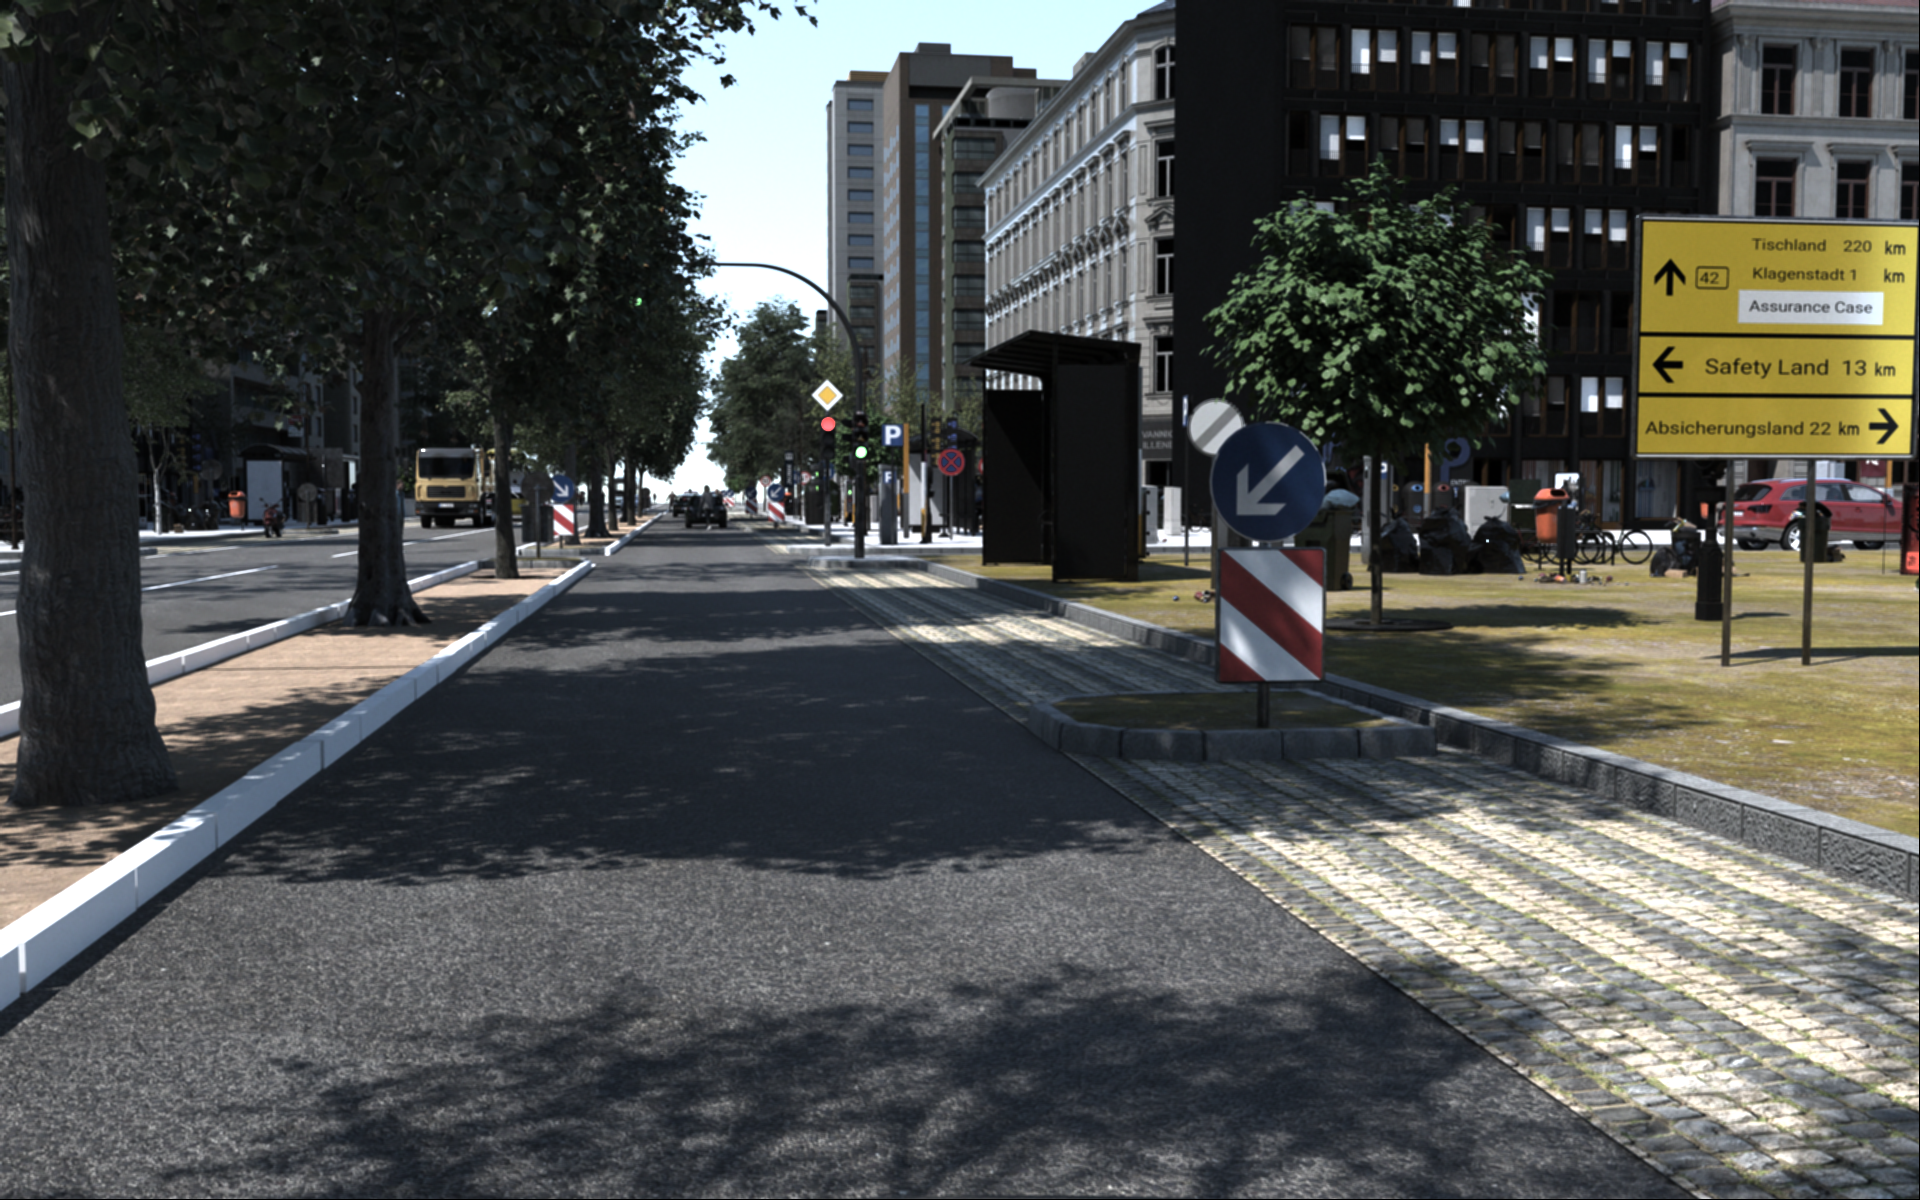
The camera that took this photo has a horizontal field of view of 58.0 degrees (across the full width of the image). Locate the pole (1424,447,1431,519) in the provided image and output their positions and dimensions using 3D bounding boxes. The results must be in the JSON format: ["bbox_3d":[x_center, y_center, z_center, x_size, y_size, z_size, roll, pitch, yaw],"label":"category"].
[{"bbox_3d":[14.542,-3.670,53.840,0.158,3.312,0.155,0,3,0],"label":"pole"}]

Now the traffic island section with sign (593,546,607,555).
[{"bbox_3d":[-9.453,-2.025,41.245,2.006,1.907,1.989,-1,4,-9],"label":"traffic island section with sign"}]

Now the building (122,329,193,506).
[{"bbox_3d":[-52.052,-16.374,97.391,12.332,23.373,15.834,-1,4,-9],"label":"building"}]

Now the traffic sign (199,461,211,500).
[{"bbox_3d":[-28.037,-3.950,64.685,0.768,2.556,0.104,0,4,0],"label":"traffic sign"}]

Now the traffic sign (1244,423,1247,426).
[{"bbox_3d":[4.755,-1.836,30.125,0.768,2.556,0.104,0,4,-7],"label":"traffic sign"}]

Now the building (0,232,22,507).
[{"bbox_3d":[-49.707,-17.929,79.036,13.634,28.700,20.117,-1,4,-9],"label":"building"}]

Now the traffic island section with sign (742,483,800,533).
[{"bbox_3d":[-7.046,-3.446,64.969,1.989,1.847,2.006,-1,4,-9],"label":"traffic island section with sign"}]

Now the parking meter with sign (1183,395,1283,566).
[{"bbox_3d":[4.858,-2.111,30.780,1.738,3.016,0.543,0,4,-2],"label":"parking meter with sign"}]

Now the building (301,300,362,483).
[{"bbox_3d":[-66.681,-18.362,145.257,27.650,21.520,28.899,-1,4,-9],"label":"building"}]

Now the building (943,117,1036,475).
[{"bbox_3d":[5.469,-22.335,136.886,14.160,30.474,14.107,-1,4,-9],"label":"building"}]

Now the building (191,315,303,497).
[{"bbox_3d":[-59.435,-30.358,120.050,21.300,48.544,21.600,-1,4,-9],"label":"building"}]

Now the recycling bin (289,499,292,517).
[{"bbox_3d":[-37.788,-5.189,97.390,0.722,1.027,0.722,2,4,24],"label":"recycling bin"}]

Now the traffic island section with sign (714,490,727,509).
[{"bbox_3d":[-18.747,-8.059,140.385,1.989,1.847,2.006,-1,4,-9],"label":"traffic island section with sign"}]

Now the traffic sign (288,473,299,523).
[{"bbox_3d":[-29.679,-4.737,77.552,0.768,2.556,0.104,0,4,-1],"label":"traffic sign"}]

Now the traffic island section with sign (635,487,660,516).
[{"bbox_3d":[-20.983,-6.566,115.497,2.006,1.907,1.989,-1,4,-9],"label":"traffic island section with sign"}]

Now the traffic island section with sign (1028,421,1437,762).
[{"bbox_3d":[1.462,-0.096,10.196,1.989,1.847,2.006,-1,4,-9],"label":"traffic island section with sign"}]

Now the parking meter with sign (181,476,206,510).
[{"bbox_3d":[-32.629,-4.750,73.926,0.543,3.016,1.738,1,4,22],"label":"parking meter with sign"}]

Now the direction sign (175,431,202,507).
[{"bbox_3d":[-27.713,-4.300,62.301,0.876,3.537,0.379,0,4,-7],"label":"direction sign"}]

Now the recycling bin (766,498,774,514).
[{"bbox_3d":[-12.308,-6.215,114.168,0.722,1.027,0.722,-3,5,-44],"label":"recycling bin"}]

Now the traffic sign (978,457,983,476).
[{"bbox_3d":[0.965,-3.433,56.236,0.768,2.556,0.104,0,4,1],"label":"traffic sign"}]

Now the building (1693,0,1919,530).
[{"bbox_3d":[35.944,-14.133,67.224,21.152,22.565,11.583,-1,4,-9],"label":"building"}]

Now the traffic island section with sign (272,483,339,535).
[{"bbox_3d":[-23.222,-3.236,61.539,1.989,1.847,2.006,-1,4,-9],"label":"traffic island section with sign"}]

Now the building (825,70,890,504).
[{"bbox_3d":[-8.602,-43.246,249.075,21.231,58.520,28.212,-1,4,-9],"label":"building"}]

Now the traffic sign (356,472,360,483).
[{"bbox_3d":[-33.741,-5.982,97.919,0.768,2.556,0.104,0,4,-4],"label":"traffic sign"}]

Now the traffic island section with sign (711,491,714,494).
[{"bbox_3d":[-23.022,-9.749,168.017,1.989,1.847,2.006,-1,4,-9],"label":"traffic island section with sign"}]

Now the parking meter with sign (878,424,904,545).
[{"bbox_3d":[-1.809,-2.925,44.086,0.543,3.016,1.738,-1,4,-9],"label":"parking meter with sign"}]

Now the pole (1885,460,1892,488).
[{"bbox_3d":[28.712,-3.653,53.574,0.158,3.312,0.155,0,3,0],"label":"pole"}]

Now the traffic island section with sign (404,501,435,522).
[{"bbox_3d":[-27.357,-4.865,88.176,1.989,1.847,2.006,-1,4,-9],"label":"traffic island section with sign"}]

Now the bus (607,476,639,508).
[{"bbox_3d":[-33.237,-10.832,171.956,2.948,3.499,13.247,-1,4,-9],"label":"bus"}]

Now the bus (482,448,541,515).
[{"bbox_3d":[-24.795,-6.361,95.549,2.896,3.916,12.252,-1,4,-10],"label":"bus"}]

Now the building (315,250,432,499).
[{"bbox_3d":[-79.938,-32.125,217.125,32.217,40.220,23.993,-1,4,-9],"label":"building"}]

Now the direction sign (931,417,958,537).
[{"bbox_3d":[-0.472,-3.632,51.381,0.876,3.537,0.379,2,4,25],"label":"direction sign"}]

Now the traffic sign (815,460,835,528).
[{"bbox_3d":[-5.104,-4.001,65.514,0.768,2.556,0.104,0,4,-6],"label":"traffic sign"}]

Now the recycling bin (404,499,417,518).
[{"bbox_3d":[-30.329,-5.051,95.130,0.722,1.027,0.722,-3,4,-38],"label":"recycling bin"}]

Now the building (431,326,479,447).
[{"bbox_3d":[-81.913,-39.965,242.664,28.713,52.752,27.495,-1,4,-9],"label":"building"}]

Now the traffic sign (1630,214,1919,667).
[{"bbox_3d":[6.017,-1.159,12.821,2.265,3.308,0.079,0,4,-7],"label":"traffic sign"}]

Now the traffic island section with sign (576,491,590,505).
[{"bbox_3d":[-47.794,-12.921,219.888,1.989,1.847,2.006,-1,4,-9],"label":"traffic island section with sign"}]

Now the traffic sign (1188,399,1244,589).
[{"bbox_3d":[3.424,-1.418,23.285,0.768,2.556,0.104,0,4,-4],"label":"traffic sign"}]

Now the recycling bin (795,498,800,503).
[{"bbox_3d":[-10.672,-6.220,114.259,0.722,1.027,0.722,-2,4,-29],"label":"recycling bin"}]

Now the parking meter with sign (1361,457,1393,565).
[{"bbox_3d":[7.624,-2.154,31.480,0.543,3.016,1.738,0,4,2],"label":"parking meter with sign"}]

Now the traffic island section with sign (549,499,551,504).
[{"bbox_3d":[-39.354,-9.595,165.502,1.989,1.847,2.006,-1,4,-9],"label":"traffic island section with sign"}]

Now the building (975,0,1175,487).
[{"bbox_3d":[12.811,-19.705,98.591,17.030,29.872,44.131,-1,4,-9],"label":"building"}]

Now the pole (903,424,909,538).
[{"bbox_3d":[-1.557,-3.444,50.145,0.158,3.312,0.155,0,3,0],"label":"pole"}]

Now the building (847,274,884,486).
[{"bbox_3d":[-8.067,-27.933,228.398,14.160,30.474,14.107,-1,4,-9],"label":"building"}]

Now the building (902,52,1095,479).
[{"bbox_3d":[11.377,-28.432,156.744,32.217,40.220,23.993,-1,4,-9],"label":"building"}]

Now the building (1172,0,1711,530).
[{"bbox_3d":[17.457,-14.436,65.702,15.834,23.373,12.332,-1,4,-9],"label":"building"}]

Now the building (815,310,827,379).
[{"bbox_3d":[-15.753,-30.534,270.924,14.160,30.474,14.107,-1,4,-9],"label":"building"}]

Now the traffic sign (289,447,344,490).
[{"bbox_3d":[-28.146,-5.007,75.733,2.265,3.308,0.079,-1,4,-8],"label":"traffic sign"}]

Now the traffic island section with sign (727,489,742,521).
[{"bbox_3d":[-11.193,-5.085,91.769,1.989,1.847,2.006,-1,4,-9],"label":"traffic island section with sign"}]

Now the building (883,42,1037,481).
[{"bbox_3d":[-0.027,-32.049,174.113,14.600,45.320,14.200,-1,4,-9],"label":"building"}]

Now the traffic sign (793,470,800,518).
[{"bbox_3d":[-8.790,-5.611,91.840,0.768,2.556,0.104,0,4,-8],"label":"traffic sign"}]

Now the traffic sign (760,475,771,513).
[{"bbox_3d":[-13.192,-7.186,117.597,0.768,2.556,0.104,0,4,-7],"label":"traffic sign"}]

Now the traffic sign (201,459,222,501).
[{"bbox_3d":[-27.417,-3.875,63.468,0.768,2.556,0.104,0,4,-7],"label":"traffic sign"}]

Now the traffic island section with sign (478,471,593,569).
[{"bbox_3d":[-8.327,-1.577,33.924,2.006,1.907,1.989,-1,4,-9],"label":"traffic island section with sign"}]

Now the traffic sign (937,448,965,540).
[{"bbox_3d":[-0.244,-2.937,48.127,0.768,2.556,0.104,0,4,-2],"label":"traffic sign"}]

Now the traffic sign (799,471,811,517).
[{"bbox_3d":[-8.628,-5.878,96.206,0.768,2.556,0.104,0,4,-2],"label":"traffic sign"}]

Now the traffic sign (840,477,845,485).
[{"bbox_3d":[-6.737,-6.348,103.797,0.884,2.594,0.081,0,4,-5],"label":"traffic sign"}]

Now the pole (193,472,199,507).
[{"bbox_3d":[-29.071,-4.405,65.863,0.158,3.312,0.155,0,3,0],"label":"pole"}]
